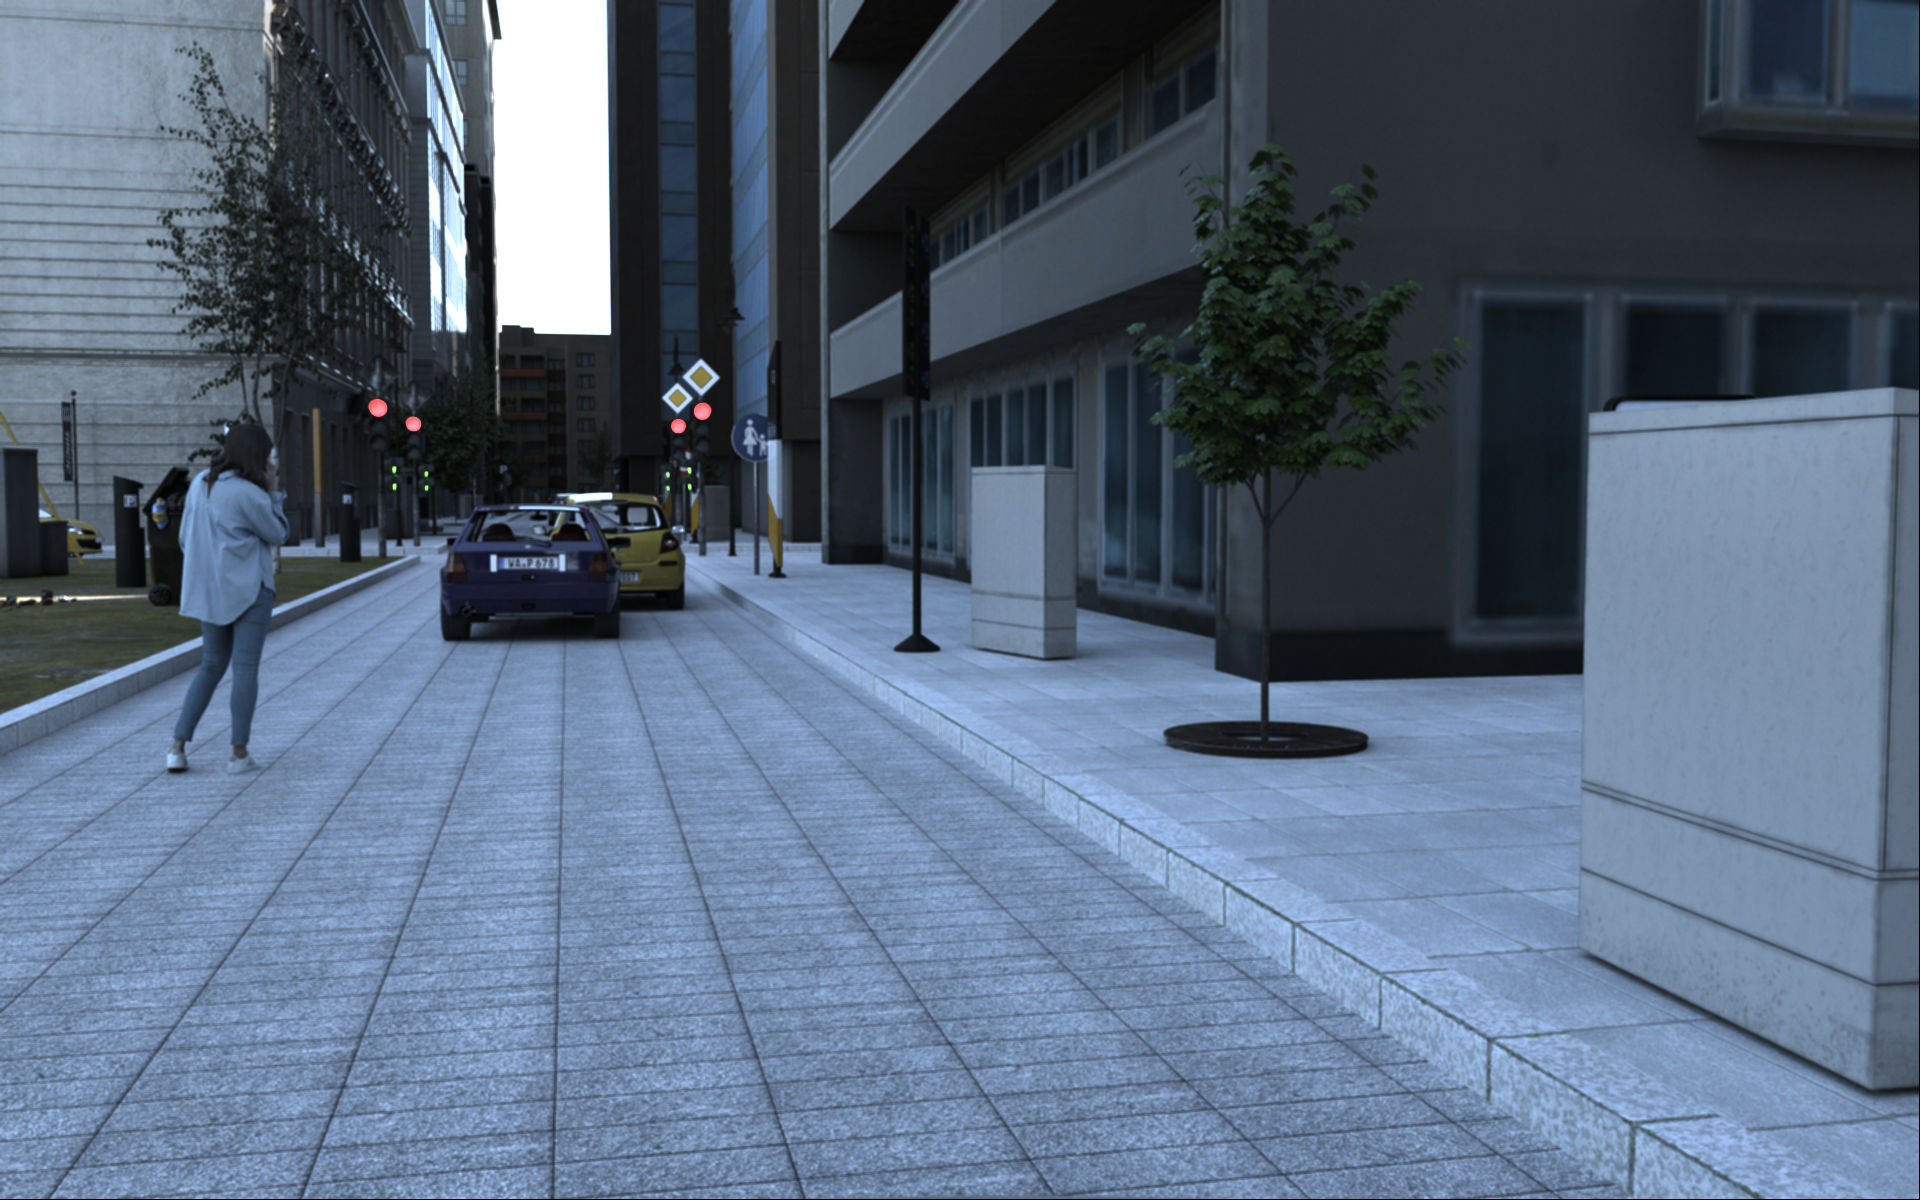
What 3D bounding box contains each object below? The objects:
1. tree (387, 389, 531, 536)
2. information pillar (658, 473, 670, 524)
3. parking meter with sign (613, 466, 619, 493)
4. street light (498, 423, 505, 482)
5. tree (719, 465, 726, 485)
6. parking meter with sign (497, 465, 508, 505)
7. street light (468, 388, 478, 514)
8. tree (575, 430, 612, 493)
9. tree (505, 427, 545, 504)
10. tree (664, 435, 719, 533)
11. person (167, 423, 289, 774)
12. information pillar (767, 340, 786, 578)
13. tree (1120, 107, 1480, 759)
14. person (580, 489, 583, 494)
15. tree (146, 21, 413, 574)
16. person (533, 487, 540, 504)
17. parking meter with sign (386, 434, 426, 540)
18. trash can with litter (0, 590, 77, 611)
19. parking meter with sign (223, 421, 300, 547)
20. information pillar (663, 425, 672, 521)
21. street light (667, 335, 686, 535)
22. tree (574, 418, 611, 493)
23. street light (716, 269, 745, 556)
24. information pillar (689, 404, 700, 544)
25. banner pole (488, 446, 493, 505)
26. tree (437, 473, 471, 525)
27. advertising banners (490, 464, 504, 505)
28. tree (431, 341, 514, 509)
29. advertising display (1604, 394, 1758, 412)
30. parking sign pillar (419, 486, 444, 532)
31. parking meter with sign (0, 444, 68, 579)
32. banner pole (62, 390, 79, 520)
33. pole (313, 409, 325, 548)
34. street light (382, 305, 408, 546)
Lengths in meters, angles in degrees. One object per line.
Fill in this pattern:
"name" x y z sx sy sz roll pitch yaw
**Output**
"tree" -16.425 -4.306 54.115 4.285 4.588 4.351 0 3 0
"information pillar" -10.382 -3.445 60.818 0.304 2.012 0.304 -2 4 -32
"parking meter with sign" -21.302 -6.816 107.709 0.543 3.016 1.738 -1 4 -12
"street light" -28.680 -8.296 108.421 0.468 5.910 1.993 -1 4 -13
"tree" -8.876 -3.975 59.592 1.663 3.219 1.824 0 3 0
"parking meter with sign" -27.605 -6.614 104.396 0.543 3.016 1.738 -1 4 -22
"street light" -21.280 -6.286 75.558 0.468 5.910 1.993 -1 4 -13
"tree" -40.345 -14.837 192.954 4.360 8.622 3.978 0 3 0
"tree" -48.067 -14.713 190.912 4.360 8.622 3.978 0 3 0
"tree" -8.974 -3.825 57.137 1.663 3.219 1.824 0 3 0
"person" -3.783 -0.008 8.903 0.793 1.790 0.793 -1 4 -10
"information pillar" -2.841 -2.156 26.606 0.183 3.616 0.504 -1 4 -23
"tree" 1.462 -0.863 8.714 1.663 3.219 1.824 0 3 0
"person" -29.770 -7.813 136.174 0.705 1.831 1.348 -1 4 -21
"tree" -10.980 -4.734 27.770 4.360 8.622 3.978 0 3 0
"person" -23.748 -5.428 97.258 0.388 1.821 0.555 0 4 -8
"parking meter with sign" -15.901 -3.254 49.468 0.543 3.016 1.738 1 4 11
"trash can with litter" -10.972 -0.541 19.897 1.678 1.210 2.233 1 4 17
"parking meter with sign" -16.851 -2.791 41.891 0.543 3.016 1.738 2 4 32
"information pillar" -9.877 -4.106 58.492 0.183 3.616 0.504 -2 4 -32
"street light" -8.255 -4.751 50.468 0.468 5.910 1.993 -1 4 -13
"tree" -34.742 -13.240 166.831 4.737 8.622 4.395 0 3 0
"street light" -4.715 -3.848 35.704 0.468 5.910 1.993 -1 4 -13
"information pillar" -6.834 -3.270 44.815 0.183 3.616 0.504 -2 4 -35
"banner pole" -24.710 -6.188 91.187 0.401 3.779 0.863 -2 4 -30
"tree" -20.945 -4.697 71.397 1.663 3.219 1.824 0 3 0
"advertising banners" -26.814 -6.361 100.183 0.090 3.025 2.074 0 4 6
"tree" -23.564 -8.151 83.626 4.737 8.622 4.395 0 3 0
"advertising display" 4.706 -0.374 11.335 0.974 1.923 0.123 0 4 3
"parking sign pillar" -18.308 -4.299 58.769 1.447 3.967 1.447 -1 4 -21
"parking meter with sign" -14.485 -1.849 26.499 0.543 3.016 1.738 1 4 15
"banner pole" -21.383 -3.159 41.674 0.401 3.779 0.863 0 4 -3
"pole" -15.325 -2.908 41.382 0.158 3.312 0.155 0 3 0
"street light" -13.799 -4.261 42.452 0.468 5.910 1.993 -1 4 -13
